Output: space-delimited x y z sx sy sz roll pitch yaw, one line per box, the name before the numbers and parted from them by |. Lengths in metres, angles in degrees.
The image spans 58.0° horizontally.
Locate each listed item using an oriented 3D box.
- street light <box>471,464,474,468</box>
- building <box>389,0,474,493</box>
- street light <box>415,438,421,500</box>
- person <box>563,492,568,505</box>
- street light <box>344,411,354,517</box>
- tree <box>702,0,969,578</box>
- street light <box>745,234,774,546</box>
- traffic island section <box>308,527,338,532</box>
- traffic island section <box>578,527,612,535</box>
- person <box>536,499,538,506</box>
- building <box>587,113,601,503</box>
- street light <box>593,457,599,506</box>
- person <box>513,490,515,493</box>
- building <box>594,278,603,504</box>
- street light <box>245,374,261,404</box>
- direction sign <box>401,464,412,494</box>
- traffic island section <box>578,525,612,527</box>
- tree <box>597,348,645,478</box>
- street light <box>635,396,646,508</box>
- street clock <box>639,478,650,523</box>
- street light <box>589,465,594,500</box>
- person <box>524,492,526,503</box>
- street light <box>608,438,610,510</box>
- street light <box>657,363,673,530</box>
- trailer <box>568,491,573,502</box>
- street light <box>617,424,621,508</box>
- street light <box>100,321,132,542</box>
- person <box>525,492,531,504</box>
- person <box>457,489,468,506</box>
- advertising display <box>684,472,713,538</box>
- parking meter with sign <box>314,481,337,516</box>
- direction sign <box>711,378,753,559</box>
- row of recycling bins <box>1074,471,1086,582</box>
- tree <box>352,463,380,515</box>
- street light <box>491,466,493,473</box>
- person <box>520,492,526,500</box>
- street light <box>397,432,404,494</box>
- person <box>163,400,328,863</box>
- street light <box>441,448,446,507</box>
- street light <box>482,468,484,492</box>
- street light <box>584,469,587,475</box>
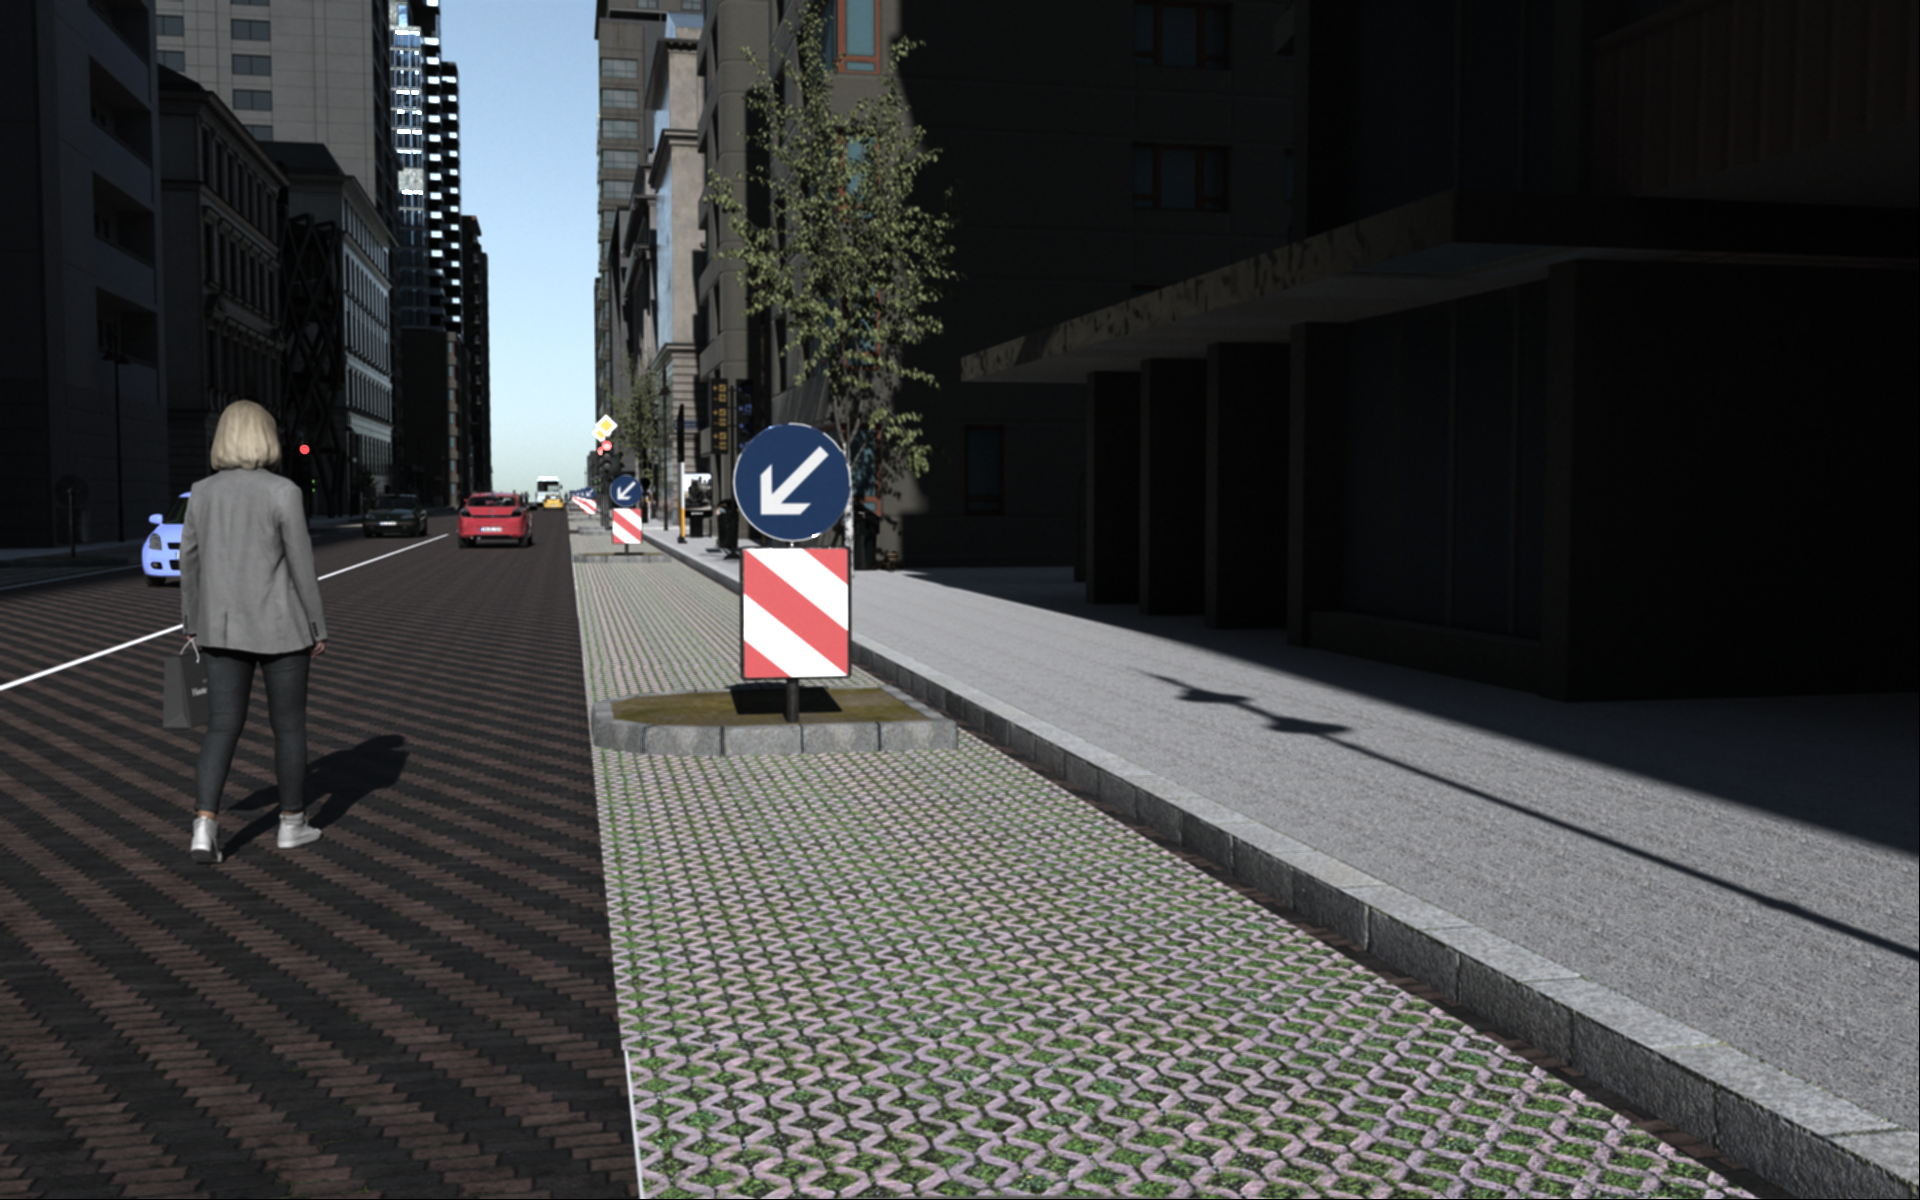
street light | -62.570 -15.245 222.040 0.468 5.910 1.993 -1 4 -13
building | -76.903 -56.188 231.348 22.319 86.520 31.000 -1 4 -13
street light | -44.306 -10.340 141.851 0.468 5.910 1.993 -1 4 -13
person | -52.775 -13.622 231.672 0.568 1.767 0.683 0 4 -5
street light | -33.966 -7.559 96.374 0.468 5.910 1.993 -1 4 -13
tree | -1.702 -4.618 25.866 4.737 8.622 4.395 0 3 0
street light | -3.506 -3.548 30.799 0.468 5.910 1.993 -1 4 -13
traffic island section | -25.049 -2.700 66.426 2.009 0.180 2.903 -1 4 -13
traffic island section | -12.410 -2.374 61.100 2.009 0.180 2.903 -1 4 -13
person | -51.584 -12.407 211.296 0.705 1.831 1.348 -2 4 -27
building | -50.014 -59.397 283.818 22.319 86.520 31.000 -1 4 -13
street light | -38.983 -13.091 186.831 0.468 5.910 1.993 -1 4 -13
person | -46.165 -10.461 179.469 1.348 1.831 0.705 0 4 -3
building | -41.806 -28.188 232.574 14.160 30.474 14.107 -1 4 -13
street light | -27.184 -5.741 66.648 0.468 5.910 1.993 -1 4 -13
direction sign | -42.199 -8.575 132.191 0.379 3.537 0.876 3 5 39
traffic island section | -14.183 -2.851 68.887 2.009 0.180 2.903 -1 4 -13
tree | -15.636 -8.275 85.653 4.737 8.622 4.395 0 3 0
street light | -15.120 -6.677 81.960 0.468 5.910 1.993 -1 4 -13
street clock | -13.939 -4.405 76.592 0.358 2.002 0.471 3 5 42
street light | -45.860 -14.924 216.801 0.468 5.910 1.993 -1 4 -13
person | -67.057 -15.810 267.128 0.705 1.807 1.348 -2 4 -32
street light | -28.794 -10.352 142.044 0.468 5.910 1.993 -1 4 -13
street light | -10.396 -5.400 61.072 0.468 5.910 1.993 -1 4 -13
trailer | -65.257 -17.407 291.658 1.471 1.999 3.904 -1 4 -12
street light | -22.060 -8.533 112.307 0.468 5.910 1.993 -1 4 -13
street light | -22.501 -4.496 46.302 0.468 5.910 1.993 -1 4 -13
person | -64.486 -15.262 258.026 0.705 1.826 1.348 2 4 24
person | -41.351 -8.271 143.806 0.705 1.814 1.350 2 4 25
advertising display | -7.756 -2.795 50.905 0.974 1.923 0.123 -1 4 -23
parking meter with sign | -38.136 -6.554 103.413 0.543 3.016 1.738 3 4 39
direction sign | -4.474 -2.574 34.083 0.876 3.537 0.379 -2 4 -29
row of recycling bins | 3.276 -1.155 26.002 3.534 1.692 1.069 -2 4 -28
tree | -36.266 -6.808 105.914 1.663 3.219 1.824 0 3 0
street light | -76.088 -18.887 281.583 0.468 5.910 1.993 -1 4 -13
person | -63.703 -14.843 251.904 1.217 1.735 0.721 0 4 -6
street light | -40.728 -9.381 126.159 0.468 5.910 1.993 -1 4 -13
person | -2.882 0.112 6.857 0.709 1.800 0.728 0 4 8
street light | -51.210 -12.172 171.799 0.468 5.910 1.993 -1 4 -13
street light | -69.319 -17.068 251.854 0.468 5.910 1.993 -1 4 -13
street light | -57.382 -18.040 267.747 0.468 5.910 1.993 -1 4 -13
